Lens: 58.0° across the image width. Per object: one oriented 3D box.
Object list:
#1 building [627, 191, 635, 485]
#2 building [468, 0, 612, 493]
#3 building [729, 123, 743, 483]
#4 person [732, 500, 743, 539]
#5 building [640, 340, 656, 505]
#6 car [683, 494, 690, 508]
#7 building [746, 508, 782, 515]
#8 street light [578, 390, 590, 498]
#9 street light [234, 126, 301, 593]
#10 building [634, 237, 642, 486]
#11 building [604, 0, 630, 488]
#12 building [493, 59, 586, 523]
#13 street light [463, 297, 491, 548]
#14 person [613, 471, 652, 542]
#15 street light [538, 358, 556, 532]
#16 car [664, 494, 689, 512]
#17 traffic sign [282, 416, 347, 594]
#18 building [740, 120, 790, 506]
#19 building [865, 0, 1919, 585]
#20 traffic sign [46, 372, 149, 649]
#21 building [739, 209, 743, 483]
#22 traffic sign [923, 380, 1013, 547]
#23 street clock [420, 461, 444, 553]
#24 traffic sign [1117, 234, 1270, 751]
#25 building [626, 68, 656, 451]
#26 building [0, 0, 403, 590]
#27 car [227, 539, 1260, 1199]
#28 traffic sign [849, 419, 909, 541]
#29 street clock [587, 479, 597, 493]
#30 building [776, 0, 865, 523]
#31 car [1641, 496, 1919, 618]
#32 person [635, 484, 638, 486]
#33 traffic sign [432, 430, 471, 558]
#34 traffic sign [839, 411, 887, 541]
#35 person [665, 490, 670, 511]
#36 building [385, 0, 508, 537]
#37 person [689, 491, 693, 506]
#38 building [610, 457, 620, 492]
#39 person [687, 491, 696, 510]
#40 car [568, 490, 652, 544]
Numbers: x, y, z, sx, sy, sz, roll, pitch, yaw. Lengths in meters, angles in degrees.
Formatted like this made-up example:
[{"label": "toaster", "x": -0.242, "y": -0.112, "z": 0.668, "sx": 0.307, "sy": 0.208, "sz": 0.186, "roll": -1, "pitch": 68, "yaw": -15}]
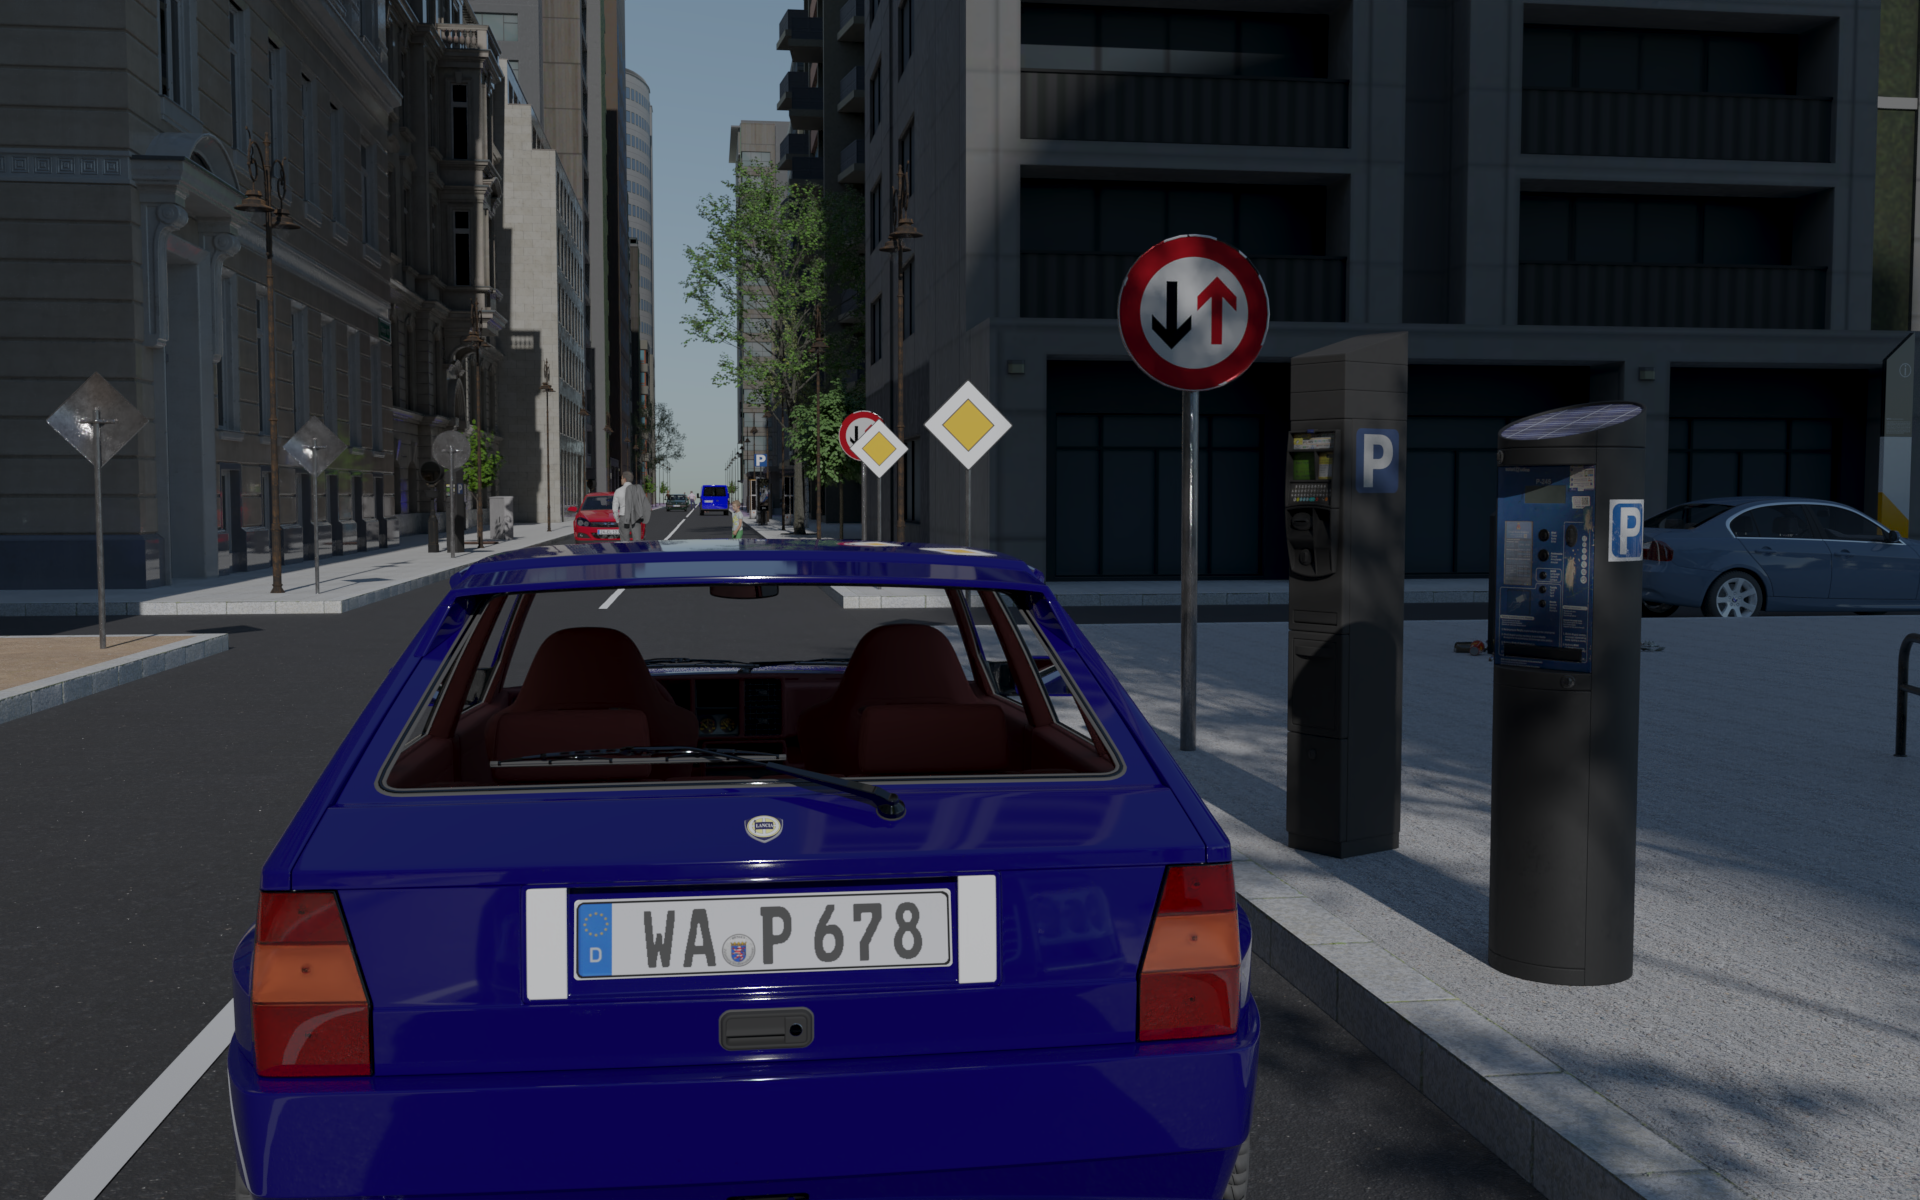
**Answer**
[{"label": "building", "x": -36.151, "y": -23.187, "z": 150.801, "sx": 14.160, "sy": 30.474, "sz": 14.107, "roll": -1, "pitch": 4, "yaw": -8}, {"label": "building", "x": -28.281, "y": -25.581, "z": 101.849, "sx": 14.154, "sy": 41.232, "sz": 14.086, "roll": -1, "pitch": 4, "yaw": -8}, {"label": "building", "x": -17.685, "y": -40.013, "z": 243.451, "sx": 28.713, "sy": 52.752, "sz": 27.495, "roll": -1, "pitch": 4, "yaw": -8}, {"label": "person", "x": -4.809, "y": -1.516, "z": 37.540, "sx": 0.306, "sy": 1.304, "sz": 0.590, "roll": 2, "pitch": 4, "yaw": 24}, {"label": "building", "x": -50.836, "y": -22.136, "z": 206.962, "sx": 27.650, "sy": 21.520, "sz": 28.899, "roll": -1, "pitch": 4, "yaw": -8}, {"label": "car", "x": -29.980, "y": -10.641, "z": 185.785, "sx": 2.131, "sy": 1.459, "sz": 4.920, "roll": 0, "pitch": 4, "yaw": -7}, {"label": "building", "x": -0.776, "y": -27.267, "z": 137.697, "sx": 32.217, "sy": 40.220, "sz": 23.993, "roll": -1, "pitch": 4, "yaw": -8}, {"label": "street light", "x": -16.718, "y": -6.380, "z": 77.105, "sx": 0.468, "sy": 5.910, "sz": 1.993, "roll": -1, "pitch": 4, "yaw": -8}, {"label": "street light", "x": -8.852, "y": -3.027, "z": 22.287, "sx": 0.468, "sy": 5.910, "sz": 1.993, "roll": -1, "pitch": 4, "yaw": -8}, {"label": "building", "x": -41.749, "y": -25.359, "z": 186.320, "sx": 14.160, "sy": 30.474, "sz": 14.107, "roll": -1, "pitch": 4, "yaw": -8}, {"label": "building", "x": -33.456, "y": -29.721, "z": 136.046, "sx": 14.600, "sy": 45.320, "sz": 14.200, "roll": -1, "pitch": 4, "yaw": -8}, {"label": "building", "x": -24.203, "y": -14.042, "z": 84.331, "sx": 10.420, "sy": 20.320, "sz": 16.860, "roll": -1, "pitch": 4, "yaw": -8}, {"label": "street light", "x": -11.362, "y": -4.165, "z": 40.884, "sx": 0.468, "sy": 5.910, "sz": 1.993, "roll": -1, "pitch": 4, "yaw": -8}, {"label": "person", "x": -5.776, "y": -1.340, "z": 30.513, "sx": 0.679, "sy": 1.850, "sz": 0.850, "roll": -1, "pitch": 4, "yaw": -16}, {"label": "street light", "x": -14.053, "y": -5.277, "z": 59.068, "sx": 0.468, "sy": 5.910, "sz": 1.993, "roll": -1, "pitch": 4, "yaw": -8}, {"label": "car", "x": -23.346, "y": -8.129, "z": 142.700, "sx": 2.009, "sy": 1.686, "sz": 4.222, "roll": -1, "pitch": 4, "yaw": -9}, {"label": "traffic sign", "x": -8.255, "y": -1.135, "z": 22.200, "sx": 0.795, "sy": 2.450, "sz": 0.064, "roll": -1, "pitch": 4, "yaw": -8}, {"label": "building", "x": -17.369, "y": -31.183, "z": 193.441, "sx": 14.154, "sy": 41.232, "sz": 14.086, "roll": -1, "pitch": 4, "yaw": -8}, {"label": "building", "x": 9.138, "y": -36.409, "z": 33.543, "sx": 20.611, "sy": 71.187, "sz": 20.563, "roll": -1, "pitch": 4, "yaw": -8}, {"label": "traffic sign", "x": -7.103, "y": -0.652, "z": 14.298, "sx": 0.795, "sy": 2.450, "sz": 0.064, "roll": -1, "pitch": 4, "yaw": -8}, {"label": "building", "x": -16.116, "y": -34.285, "z": 215.177, "sx": 22.147, "sy": 44.769, "sz": 28.867, "roll": -1, "pitch": 4, "yaw": -8}, {"label": "traffic sign", "x": 0.068, "y": -0.714, "z": 15.320, "sx": 0.795, "sy": 2.450, "sz": 0.064, "roll": -1, "pitch": 4, "yaw": -8}, {"label": "street clock", "x": -11.527, "y": -2.036, "z": 37.867, "sx": 0.471, "sy": 2.002, "sz": 0.358, "roll": 0, "pitch": 4, "yaw": 3}, {"label": "traffic sign", "x": 1.143, "y": -0.519, "z": 8.599, "sx": 0.768, "sy": 2.556, "sz": 0.104, "roll": 0, "pitch": 4, "yaw": -8}, {"label": "building", "x": -52.567, "y": -42.388, "z": 235.040, "sx": 21.231, "sy": 58.520, "sz": 28.212, "roll": -1, "pitch": 4, "yaw": -8}, {"label": "building", "x": -18.540, "y": -15.004, "z": 31.225, "sx": 13.634, "sy": 28.700, "sz": 20.117, "roll": -1, "pitch": 4, "yaw": -8}, {"label": "car", "x": -0.546, "y": 0.498, "z": 4.442, "sx": 1.945, "sy": 1.354, "sz": 3.894, "roll": 0, "pitch": 4, "yaw": -8}, {"label": "traffic sign", "x": -1.084, "y": -1.197, "z": 23.221, "sx": 0.795, "sy": 2.450, "sz": 0.064, "roll": -1, "pitch": 4, "yaw": -8}, {"label": "street clock", "x": -17.408, "y": -4.730, "z": 81.904, "sx": 0.471, "sy": 2.002, "sz": 0.358, "roll": 3, "pitch": 4, "yaw": 37}, {"label": "building", "x": 2.470, "y": -26.247, "z": 83.769, "sx": 22.147, "sy": 44.769, "sz": 28.867, "roll": -1, "pitch": 4, "yaw": -8}, {"label": "car", "x": 9.370, "y": -0.454, "z": 19.429, "sx": 4.499, "sy": 1.417, "sz": 2.014, "roll": -1, "pitch": 4, "yaw": -9}, {"label": "person", "x": -11.575, "y": -3.230, "z": 61.666, "sx": 0.721, "sy": 1.781, "sz": 0.623, "roll": -1, "pitch": 4, "yaw": -20}, {"label": "traffic sign", "x": -10.177, "y": -2.114, "z": 34.677, "sx": 0.768, "sy": 2.556, "sz": 0.104, "roll": 0, "pitch": 4, "yaw": -3}, {"label": "traffic sign", "x": -1.467, "y": -1.616, "z": 26.534, "sx": 0.768, "sy": 2.556, "sz": 0.104, "roll": 0, "pitch": 4, "yaw": 1}, {"label": "person", "x": -24.531, "y": -8.382, "z": 146.068, "sx": 0.721, "sy": 1.766, "sz": 1.217, "roll": 2, "pitch": 4, "yaw": 27}, {"label": "building", "x": -22.961, "y": -14.635, "z": 58.364, "sx": 14.460, "sy": 24.649, "sz": 34.723, "roll": -1, "pitch": 4, "yaw": -8}, {"label": "person", "x": -33.222, "y": -12.556, "z": 213.884, "sx": 0.705, "sy": 1.812, "sz": 1.348, "roll": -3, "pitch": 5, "yaw": -40}, {"label": "building", "x": -34.181, "y": -41.550, "z": 117.595, "sx": 20.563, "sy": 71.187, "sz": 20.611, "roll": -1, "pitch": 4, "yaw": -8}, {"label": "person", "x": -23.453, "y": -8.703, "z": 151.739, "sx": 0.756, "sy": 1.711, "sz": 0.436, "roll": 1, "pitch": 4, "yaw": 16}, {"label": "car", "x": -9.180, "y": -2.230, "z": 45.504, "sx": 2.155, "sy": 1.783, "sz": 4.494, "roll": -1, "pitch": 4, "yaw": -10}]
